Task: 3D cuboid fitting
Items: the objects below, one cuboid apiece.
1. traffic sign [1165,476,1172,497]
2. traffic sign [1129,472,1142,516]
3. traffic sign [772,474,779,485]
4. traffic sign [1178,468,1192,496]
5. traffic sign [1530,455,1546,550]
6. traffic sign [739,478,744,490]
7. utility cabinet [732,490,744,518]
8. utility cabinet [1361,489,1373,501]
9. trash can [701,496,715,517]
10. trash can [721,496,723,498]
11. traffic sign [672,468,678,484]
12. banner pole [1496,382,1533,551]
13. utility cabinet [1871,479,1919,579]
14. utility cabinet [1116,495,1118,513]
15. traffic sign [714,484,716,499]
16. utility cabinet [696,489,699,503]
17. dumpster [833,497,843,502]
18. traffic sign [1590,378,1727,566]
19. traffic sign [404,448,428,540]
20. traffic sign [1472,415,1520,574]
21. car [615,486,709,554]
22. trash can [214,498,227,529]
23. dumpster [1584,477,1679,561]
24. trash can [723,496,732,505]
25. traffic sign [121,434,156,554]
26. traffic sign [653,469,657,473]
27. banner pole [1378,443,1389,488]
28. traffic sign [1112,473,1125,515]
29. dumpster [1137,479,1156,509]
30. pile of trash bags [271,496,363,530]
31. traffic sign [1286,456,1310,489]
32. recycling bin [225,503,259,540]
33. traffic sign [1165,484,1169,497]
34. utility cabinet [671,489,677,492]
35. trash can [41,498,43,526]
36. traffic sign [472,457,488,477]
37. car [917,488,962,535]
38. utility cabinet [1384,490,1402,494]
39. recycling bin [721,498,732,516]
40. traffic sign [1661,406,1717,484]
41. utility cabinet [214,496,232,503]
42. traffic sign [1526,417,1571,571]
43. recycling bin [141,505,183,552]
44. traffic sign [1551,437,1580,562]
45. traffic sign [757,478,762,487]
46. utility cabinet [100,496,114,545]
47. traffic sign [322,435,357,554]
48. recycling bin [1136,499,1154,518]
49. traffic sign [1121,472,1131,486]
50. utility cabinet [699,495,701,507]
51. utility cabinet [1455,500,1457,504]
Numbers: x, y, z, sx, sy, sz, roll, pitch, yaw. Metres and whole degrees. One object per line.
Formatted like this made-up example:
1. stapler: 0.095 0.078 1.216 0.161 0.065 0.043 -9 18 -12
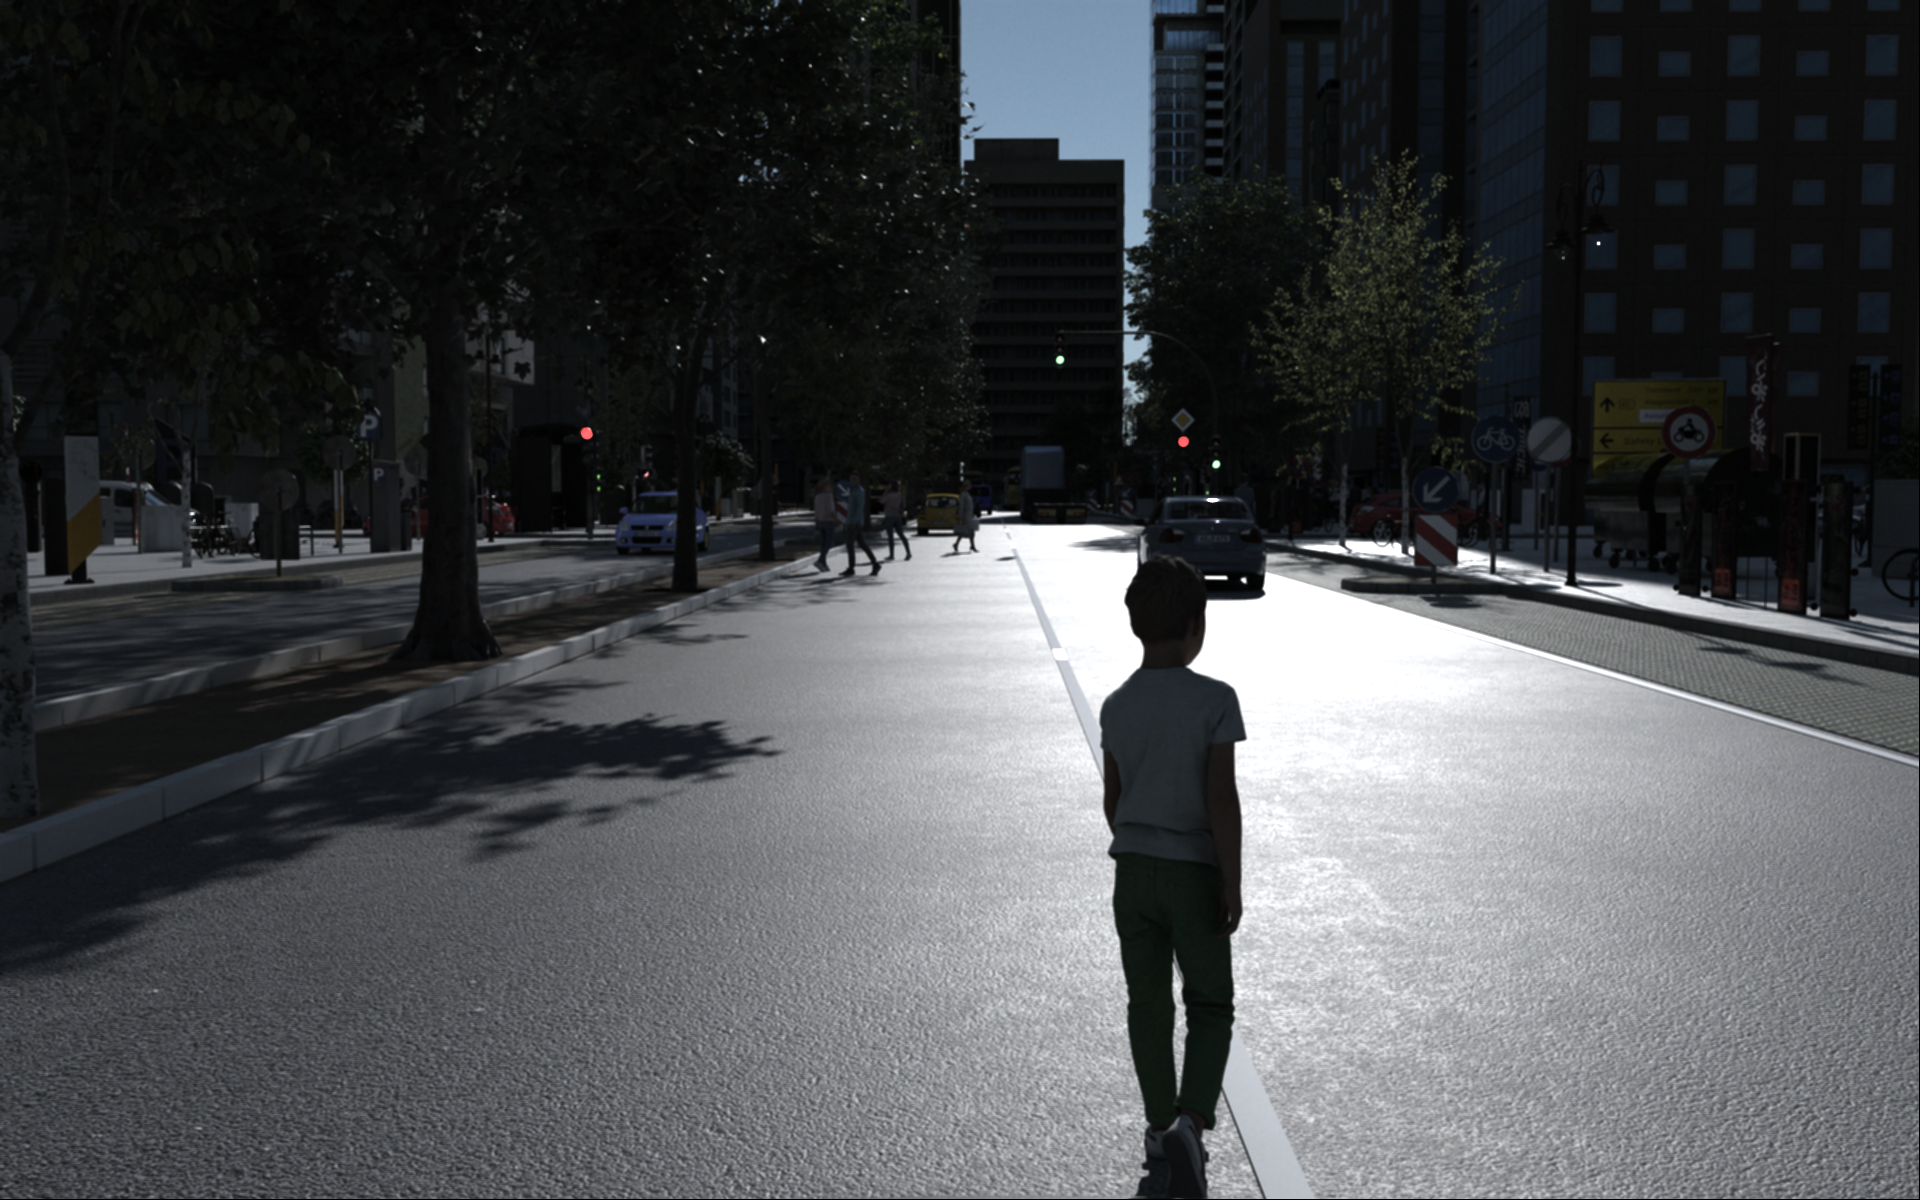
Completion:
1. traffic sign: 12.973 -6.529 106.854 0.768 2.556 0.104 0 4 1
2. traffic sign: 10.165 -6.112 100.036 0.768 2.556 0.104 1 4 11
3. traffic sign: -11.895 -6.723 110.020 0.768 2.556 0.104 0 4 3
4. traffic sign: 10.880 -5.140 84.143 0.768 2.556 0.104 1 4 8
5. traffic sign: 13.176 -2.411 39.525 0.768 2.556 0.104 0 4 2
6. traffic sign: -14.224 -6.709 111.829 0.606 2.300 0.079 0 4 5
7. utility cabinet: -11.583 -5.001 90.448 0.318 1.500 1.173 0 4 8
8. utility cabinet: 18.501 -4.282 78.692 0.318 1.500 1.173 2 4 23
9. trash can: -14.173 -5.221 97.023 0.748 1.137 0.748 0 3 0
10. trash can: -17.603 -7.020 126.438 0.748 1.137 0.748 0 3 0
11. traffic sign: -13.719 -5.159 84.450 0.768 2.556 0.104 1 4 10
12. banner pole: 12.437 -2.986 38.830 0.863 3.779 0.401 -1 4 -14
13. utility cabinet: 14.299 -1.065 26.099 0.318 1.500 1.173 -1 4 -9
14. utility cabinet: 11.057 -6.614 119.308 1.020 1.237 0.306 1 4 13
15. traffic sign: -15.423 -6.672 109.192 0.768 2.556 0.104 0 4 4
16. utility cabinet: -12.818 -4.493 82.145 0.318 1.500 1.173 -3 5 -42
17. dumpster: -9.057 -6.904 121.090 1.865 1.857 1.264 0 4 2
18. traffic sign: 12.279 -2.242 30.537 2.265 3.308 0.079 1 4 9
19. traffic sign: -14.991 -2.923 47.892 0.768 2.556 0.104 0 4 4
20. traffic sign: 8.613 -1.701 27.920 0.768 2.556 0.104 0 4 5
21. car: -7.244 -1.998 42.252 1.945 1.707 3.694 0 4 2
22. trash can: -27.662 -3.230 64.471 0.748 1.137 0.748 0 3 0
23. dumpster: 13.352 -1.932 34.089 1.502 2.255 1.985 0 4 1
24. trash can: -14.094 -5.861 107.478 0.748 1.137 0.748 0 3 0
25. traffic sign: -17.541 -2.256 36.987 0.768 2.556 0.104 0 4 4
26. traffic sign: -14.818 -5.046 82.613 0.768 2.556 0.104 0 4 6
27. banner pole: 20.592 -5.759 84.178 0.863 3.779 0.401 -2 4 -31
28. traffic sign: 9.966 -6.632 108.432 0.884 2.594 0.081 1 4 9
29. dumpster: 11.875 -6.546 109.523 1.502 2.255 1.985 0 4 1
30. pile of trash bags: -23.181 -3.191 61.926 1.912 1.369 3.447 2 4 30
31. traffic sign: 11.132 -3.488 57.134 0.768 2.556 0.104 0 4 4
32. recycling bin: -20.190 -2.211 48.701 0.722 1.027 0.722 0 4 -5
33. traffic sign: 13.687 -6.950 113.643 0.884 2.594 0.081 0 4 4
34. utility cabinet: -13.048 -4.402 80.657 0.318 1.500 1.173 2 4 25
35. trash can: -36.915 -3.569 70.014 0.748 1.137 0.748 0 3 0
36. traffic sign: -16.539 -3.620 59.291 0.768 2.556 0.104 0 4 5
37. car: -0.575 -3.152 61.752 2.015 1.641 3.980 0 4 3
38. utility cabinet: 22.765 -5.001 90.447 1.173 1.500 0.318 2 4 31
39. recycling bin: -13.666 -5.356 100.126 0.722 1.027 0.722 1 4 14
40. traffic sign: 10.504 -1.525 25.043 0.768 2.556 0.104 0 4 5
41. utility cabinet: -29.864 -3.585 69.772 1.020 1.237 0.306 -1 4 -17
42. traffic sign: 9.725 -1.746 28.651 0.768 2.556 0.104 0 4 6
43. recycling bin: -17.762 -1.590 38.543 0.722 1.027 0.722 2 4 32
44. traffic sign: 11.262 -1.991 32.655 0.768 2.556 0.104 0 4 7
45. traffic sign: -14.242 -7.642 124.943 0.884 2.594 0.081 0 4 2
46. utility cabinet: -21.637 -1.962 43.248 0.306 1.237 1.020 1 4 21
47. traffic sign: -13.364 -2.275 37.296 0.768 2.556 0.104 0 4 6
48. recycling bin: 10.099 -5.002 94.338 0.722 1.027 0.722 -3 4 -37
49. traffic sign: 9.868 -6.230 101.969 0.768 2.556 0.104 1 4 10
50. utility cabinet: -16.235 -5.782 105.689 1.020 1.237 0.306 -3 4 -38
51. utility cabinet: 26.016 -4.918 91.574 0.306 1.237 1.020 2 4 26
